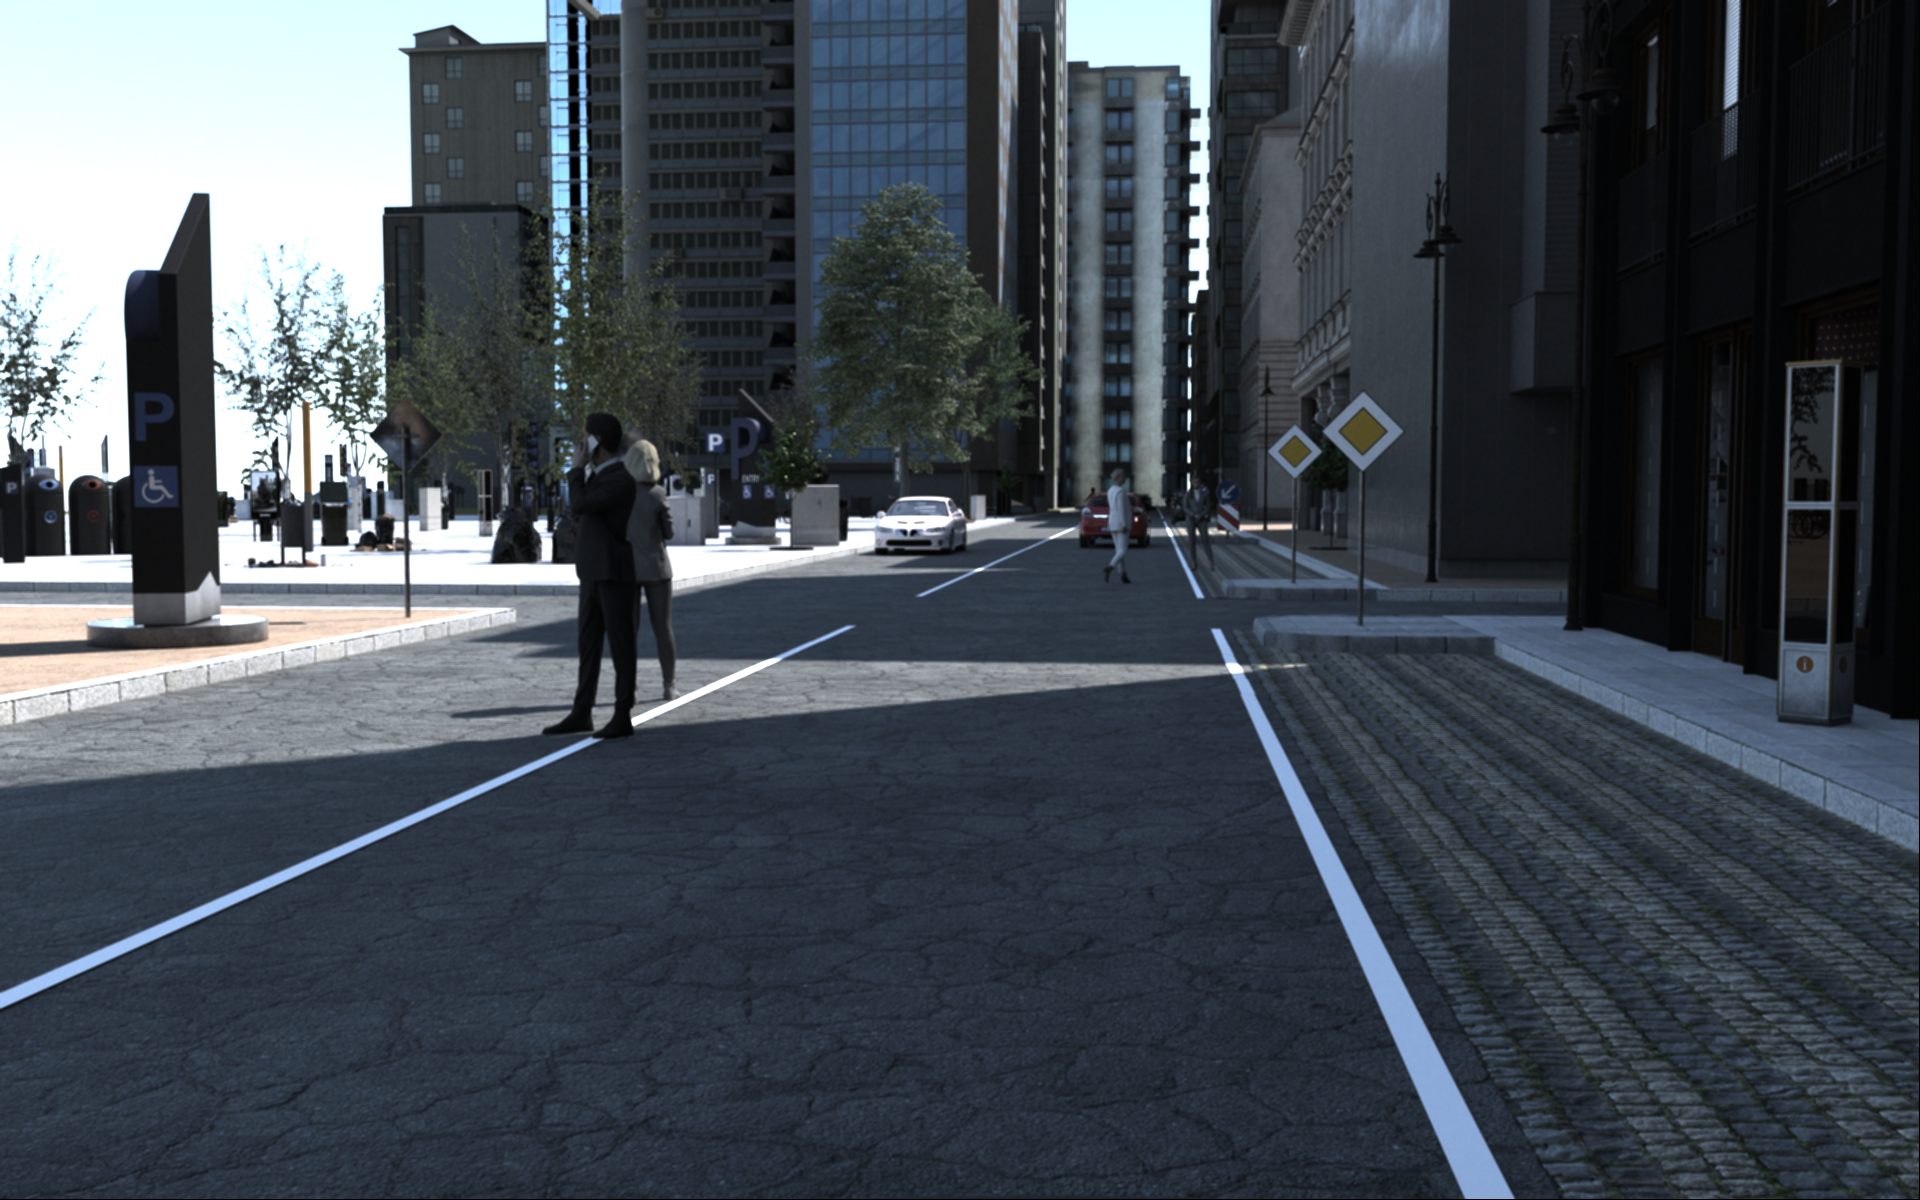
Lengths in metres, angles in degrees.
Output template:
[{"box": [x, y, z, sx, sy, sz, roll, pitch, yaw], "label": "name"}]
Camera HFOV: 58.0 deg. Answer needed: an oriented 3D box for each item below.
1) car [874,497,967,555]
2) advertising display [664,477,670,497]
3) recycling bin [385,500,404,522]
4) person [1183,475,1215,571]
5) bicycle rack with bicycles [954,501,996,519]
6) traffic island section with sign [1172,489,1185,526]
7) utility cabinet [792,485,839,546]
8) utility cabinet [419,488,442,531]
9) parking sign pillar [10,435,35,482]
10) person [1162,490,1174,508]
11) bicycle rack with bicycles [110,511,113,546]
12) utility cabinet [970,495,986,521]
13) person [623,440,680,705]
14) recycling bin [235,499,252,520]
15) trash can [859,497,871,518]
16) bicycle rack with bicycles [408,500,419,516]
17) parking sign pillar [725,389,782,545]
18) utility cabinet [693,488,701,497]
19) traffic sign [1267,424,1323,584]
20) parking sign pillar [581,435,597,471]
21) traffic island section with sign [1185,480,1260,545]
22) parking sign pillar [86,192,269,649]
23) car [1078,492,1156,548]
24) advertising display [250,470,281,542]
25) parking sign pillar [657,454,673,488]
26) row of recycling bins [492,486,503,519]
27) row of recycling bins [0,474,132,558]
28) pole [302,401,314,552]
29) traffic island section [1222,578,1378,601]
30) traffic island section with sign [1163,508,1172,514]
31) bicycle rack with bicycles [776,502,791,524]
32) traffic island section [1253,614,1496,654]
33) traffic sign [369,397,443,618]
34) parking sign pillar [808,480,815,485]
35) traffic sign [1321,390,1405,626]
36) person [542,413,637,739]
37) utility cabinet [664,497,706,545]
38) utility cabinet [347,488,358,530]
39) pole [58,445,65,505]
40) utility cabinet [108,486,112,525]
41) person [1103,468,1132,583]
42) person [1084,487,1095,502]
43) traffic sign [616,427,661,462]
[{"box": [-0.921, -1.847, 42.556, 2.083, 1.381, 4.827, 0, 4, 7], "label": "car"}, {"box": [-11.389, -3.802, 67.375, 0.123, 1.923, 0.974, -1, 4, -16], "label": "advertising display"}, {"box": [-25.920, -4.095, 79.504, 0.722, 1.027, 0.722, -3, 5, -40], "label": "recycling bin"}, {"box": [4.467, -1.443, 32.363, 0.520, 1.790, 0.573, -1, 4, -13], "label": "person"}, {"box": [0.634, -4.576, 88.201, 2.852, 0.926, 2.925, -1, 4, -14], "label": "bicycle rack with bicycles"}, {"box": [10.582, -4.183, 77.018, 1.989, 1.847, 2.006, 0, 4, 6], "label": "traffic island section with sign"}, {"box": [-3.539, -2.054, 42.266, 1.173, 1.500, 0.318, 0, 4, -7], "label": "utility cabinet"}, {"box": [-18.366, -3.140, 60.016, 0.318, 1.500, 1.173, 0, 4, 7], "label": "utility cabinet"}, {"box": [-43.070, -5.576, 79.637, 1.447, 3.967, 1.447, 0, 4, 1], "label": "parking sign pillar"}, {"box": [20.718, -9.982, 171.723, 1.348, 1.823, 0.705, 1, 4, 20], "label": "person"}, {"box": [-19.708, -1.771, 42.343, 2.852, 0.926, 2.925, -1, 4, -14], "label": "bicycle rack with bicycles"}, {"box": [0.872, -4.435, 83.680, 0.306, 1.237, 1.020, 2, 4, 30], "label": "utility cabinet"}, {"box": [-2.235, -0.202, 11.984, 0.537, 1.800, 0.526, 0, 4, 4], "label": "person"}, {"box": [-35.013, -4.428, 84.949, 0.722, 1.027, 0.722, 1, 4, 17], "label": "recycling bin"}, {"box": [-5.115, -5.010, 93.561, 0.748, 1.137, 0.748, 0, 3, 0], "label": "trash can"}, {"box": [-32.272, -5.354, 100.921, 2.852, 0.926, 2.925, -1, 4, -18], "label": "bicycle rack with bicycles"}, {"box": [-5.255, -3.393, 43.948, 1.447, 3.967, 1.447, 3, 5, 44], "label": "parking sign pillar"}, {"box": [-9.923, -3.554, 66.788, 0.318, 1.500, 1.173, 1, 4, 14], "label": "utility cabinet"}, {"box": [4.780, -1.293, 24.781, 0.795, 2.450, 0.064, 0, 4, 6], "label": "traffic sign"}, {"box": [-16.173, -5.421, 77.107, 1.447, 3.967, 1.447, -2, 4, -31], "label": "parking sign pillar"}, {"box": [7.567, -2.518, 49.794, 1.989, 1.847, 2.006, 0, 4, 6], "label": "traffic island section with sign"}, {"box": [-6.784, -1.619, 14.936, 1.447, 3.967, 1.447, -1, 4, -11], "label": "parking sign pillar"}, {"box": [4.301, -2.366, 47.717, 2.155, 1.783, 4.494, 1, 4, 8], "label": "car"}, {"box": [-18.774, -2.545, 46.826, 0.974, 1.923, 0.123, 2, 4, 24], "label": "advertising display"}, {"box": [-16.287, -6.466, 94.199, 1.447, 3.967, 1.447, 0, 4, -3], "label": "parking sign pillar"}, {"box": [-24.079, -5.013, 89.070, 1.069, 1.692, 3.534, -2, 4, -24], "label": "row of recycling bins"}, {"box": [-18.676, -1.778, 36.178, 1.069, 1.692, 3.534, 3, 5, 44], "label": "row of recycling bins"}, {"box": [-14.389, -2.713, 38.207, 0.158, 3.312, 0.155, 0, 3, 0], "label": "pole"}, {"box": [4.804, -0.157, 24.856, 2.009, 0.180, 2.903, 0, 4, 6], "label": "traffic island section"}, {"box": [15.985, -7.179, 125.997, 1.989, 1.847, 2.006, 0, 4, 6], "label": "traffic island section with sign"}, {"box": [-6.951, -3.754, 74.756, 2.925, 0.926, 2.852, 0, 4, 5], "label": "bicycle rack with bicycles"}, {"box": [3.928, 0.328, 16.919, 2.009, 0.180, 2.903, 0, 4, 6], "label": "traffic island section"}, {"box": [-5.730, -0.874, 17.924, 0.795, 2.450, 0.064, 0, 4, 6], "label": "traffic sign"}, {"box": [-8.386, -6.625, 96.798, 1.447, 3.967, 1.447, -1, 4, -15], "label": "parking sign pillar"}, {"box": [3.904, -0.807, 16.844, 0.795, 2.450, 0.064, 0, 4, 6], "label": "traffic sign"}, {"box": [-2.153, -0.143, 10.197, 0.474, 1.900, 0.648, -2, 4, -32], "label": "person"}, {"box": [-6.920, -1.978, 43.500, 1.020, 1.237, 0.306, 1, 4, 16], "label": "utility cabinet"}, {"box": [-21.529, -3.191, 60.853, 1.173, 1.500, 0.318, 3, 4, 36], "label": "utility cabinet"}, {"box": [-37.321, -4.777, 71.940, 0.158, 3.312, 0.155, 0, 3, 0], "label": "pole"}, {"box": [-23.755, -2.471, 49.072, 1.173, 1.500, 0.318, 0, 4, -1], "label": "utility cabinet"}, {"box": [2.498, -1.179, 27.661, 0.818, 1.842, 0.514, -3, 5, -43], "label": "person"}, {"box": [8.053, -5.919, 105.246, 0.705, 1.831, 1.348, 3, 5, 45], "label": "person"}, {"box": [-4.853, -1.359, 25.861, 0.795, 2.450, 0.064, 0, 4, 6], "label": "traffic sign"}]
